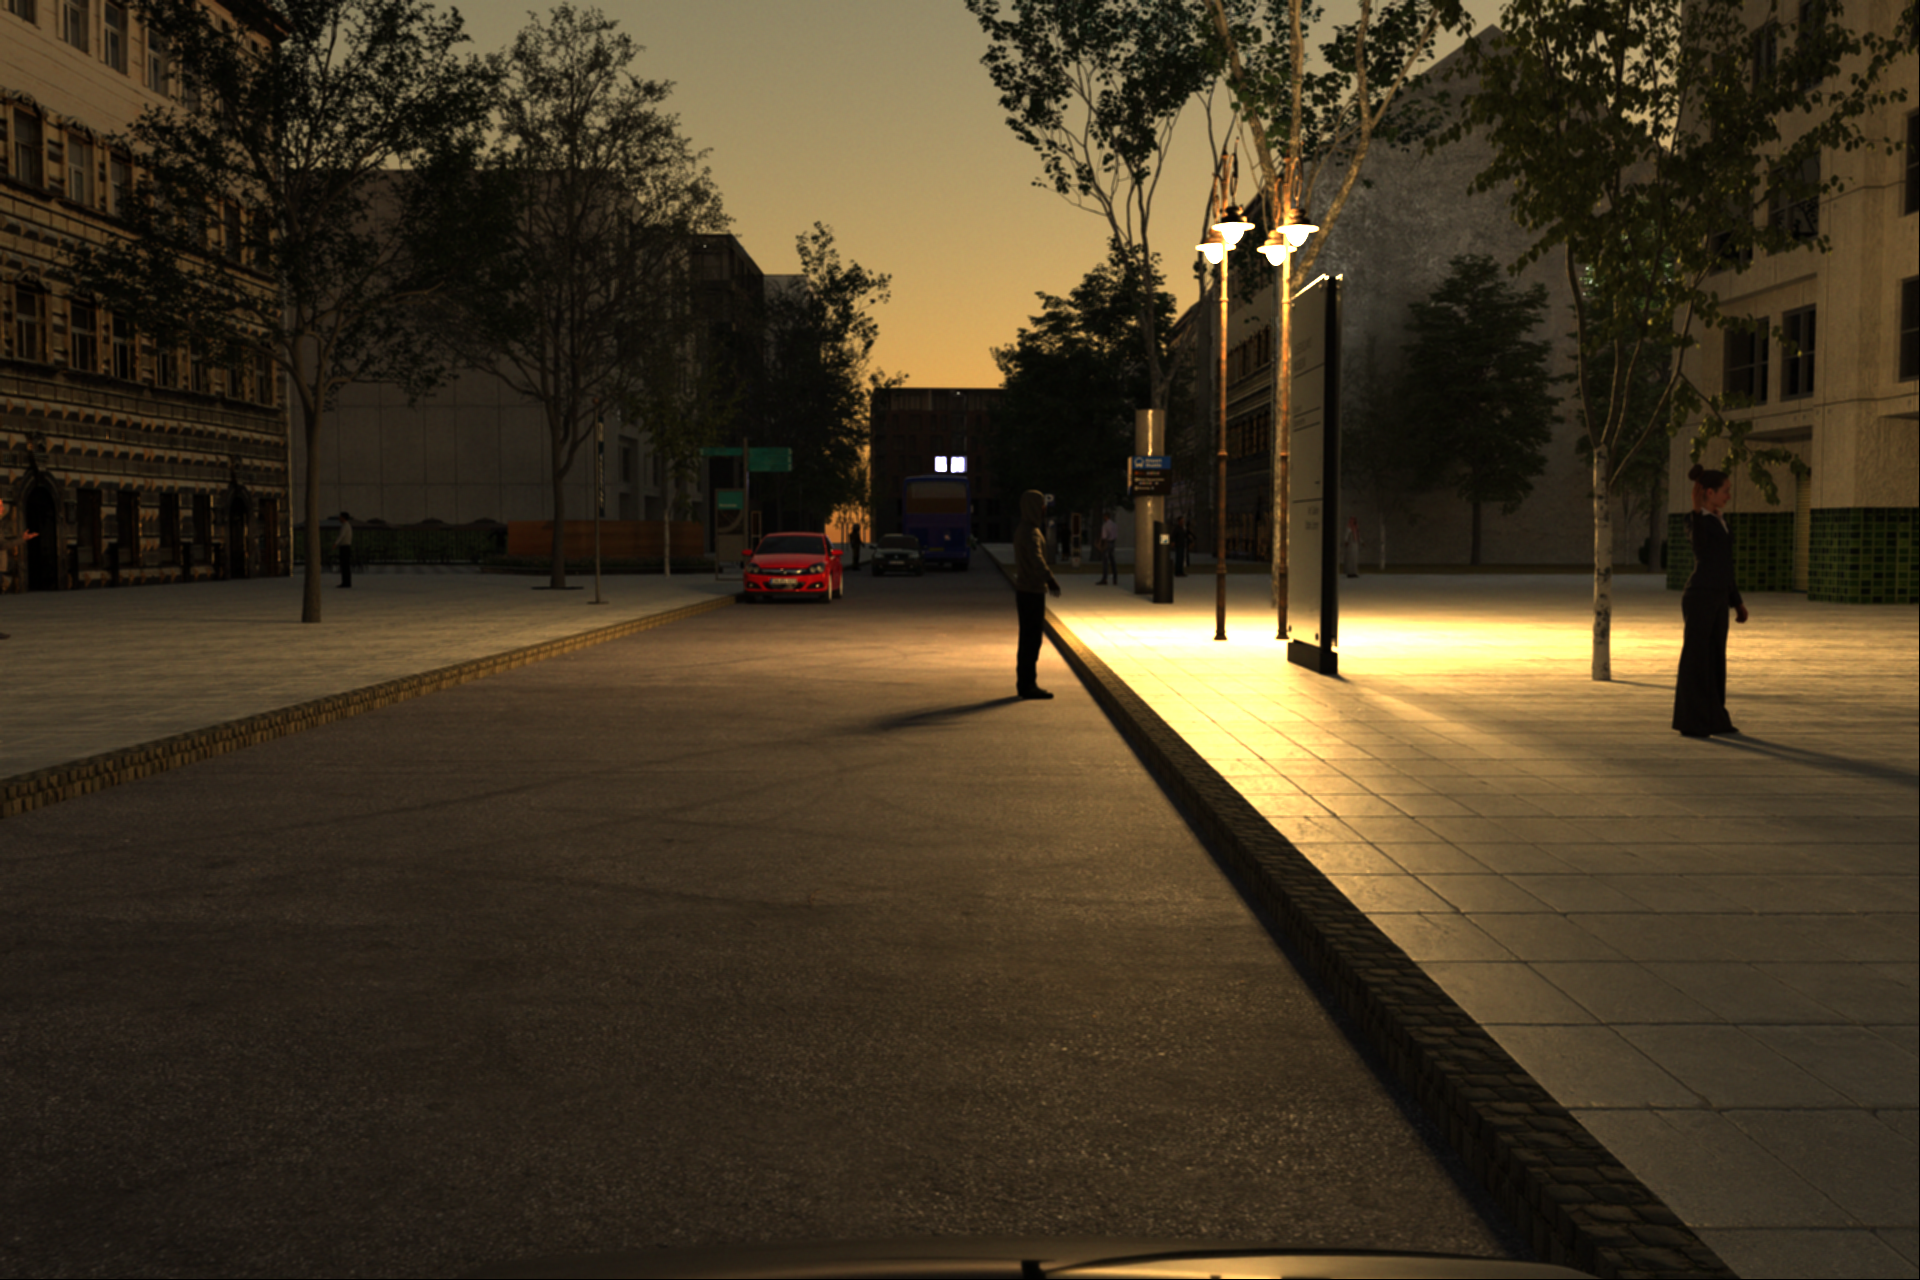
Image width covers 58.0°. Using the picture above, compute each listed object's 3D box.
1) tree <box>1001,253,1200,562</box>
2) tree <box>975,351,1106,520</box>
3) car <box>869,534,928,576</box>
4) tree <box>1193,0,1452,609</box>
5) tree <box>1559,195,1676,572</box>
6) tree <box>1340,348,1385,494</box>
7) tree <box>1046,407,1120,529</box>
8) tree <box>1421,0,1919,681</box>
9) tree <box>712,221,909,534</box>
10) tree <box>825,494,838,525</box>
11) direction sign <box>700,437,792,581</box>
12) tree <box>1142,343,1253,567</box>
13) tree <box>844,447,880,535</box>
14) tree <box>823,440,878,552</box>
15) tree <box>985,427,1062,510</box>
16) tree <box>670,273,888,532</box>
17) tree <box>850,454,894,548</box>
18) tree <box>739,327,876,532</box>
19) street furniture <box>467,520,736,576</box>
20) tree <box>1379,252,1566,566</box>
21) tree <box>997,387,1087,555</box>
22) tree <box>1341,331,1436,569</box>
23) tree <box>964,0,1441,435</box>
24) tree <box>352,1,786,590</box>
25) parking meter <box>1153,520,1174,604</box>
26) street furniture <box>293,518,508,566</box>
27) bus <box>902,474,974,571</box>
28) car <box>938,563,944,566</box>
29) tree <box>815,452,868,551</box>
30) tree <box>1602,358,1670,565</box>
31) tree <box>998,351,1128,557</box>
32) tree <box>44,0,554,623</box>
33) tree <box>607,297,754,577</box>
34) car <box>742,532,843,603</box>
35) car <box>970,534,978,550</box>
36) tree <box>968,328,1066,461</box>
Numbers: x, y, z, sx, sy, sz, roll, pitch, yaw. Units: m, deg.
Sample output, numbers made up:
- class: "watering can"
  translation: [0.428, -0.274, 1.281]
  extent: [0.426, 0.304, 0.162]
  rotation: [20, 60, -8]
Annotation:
- class: "tree"
  translation: [6.304, -10.598, 79.939]
  extent: [9.857, 13.997, 8.962]
  rotation: [0, 3, 0]
- class: "tree"
  translation: [6.172, -13.079, 120.504]
  extent: [9.857, 13.997, 8.962]
  rotation: [0, 3, 0]
- class: "car"
  translation: [-2.111, -3.064, 59.883]
  extent: [2.009, 1.686, 4.222]
  rotation: [0, 4, 1]
- class: "tree"
  translation: [6.882, -10.558, 28.509]
  extent: [12.611, 20.169, 13.585]
  rotation: [0, 3, 0]
- class: "tree"
  translation: [23.788, -8.572, 58.279]
  extent: [7.486, 12.596, 7.792]
  rotation: [0, 3, 0]
- class: "tree"
  translation: [14.020, -7.175, 67.673]
  extent: [4.360, 8.622, 3.978]
  rotation: [0, 3, 0]
- class: "tree"
  translation: [5.870, -8.468, 88.818]
  extent: [4.360, 8.622, 3.978]
  rotation: [0, 3, 0]
- class: "tree"
  translation: [5.665, -3.937, 14.736]
  extent: [4.737, 8.622, 4.395]
  rotation: [0, 3, 0]
- class: "tree"
  translation: [-9.473, -15.409, 107.820]
  extent: [12.611, 20.169, 13.585]
  rotation: [0, 3, 0]
- class: "tree"
  translation: [-20.105, -20.061, 246.118]
  extent: [7.486, 12.596, 7.792]
  rotation: [0, 3, 0]
- class: "direction sign"
  translation: [-5.887, -3.640, 48.273]
  extent: [2.525, 3.948, 1.411]
  rotation: [0, 4, 0]
- class: "tree"
  translation: [8.611, -7.134, 66.997]
  extent: [4.360, 8.622, 3.978]
  rotation: [0, 3, 0]
- class: "tree"
  translation: [-8.029, -11.657, 140.949]
  extent: [4.360, 8.622, 3.978]
  rotation: [0, 3, 0]
- class: "tree"
  translation: [-8.702, -10.698, 125.276]
  extent: [4.360, 8.622, 3.978]
  rotation: [0, 3, 0]
- class: "tree"
  translation: [7.131, -14.056, 140.184]
  extent: [12.009, 13.543, 11.850]
  rotation: [0, 3, 0]
- class: "tree"
  translation: [-8.520, -10.491, 81.895]
  extent: [12.009, 13.543, 11.850]
  rotation: [0, 3, 0]
- class: "tree"
  translation: [-8.373, -12.530, 155.224]
  extent: [4.737, 8.622, 4.395]
  rotation: [0, 3, 0]
- class: "tree"
  translation: [-8.564, -10.865, 95.765]
  extent: [7.486, 12.596, 7.792]
  rotation: [0, 3, 0]
- class: "street furniture"
  translation: [-12.619, -3.049, 56.713]
  extent: [9.812, 1.723, 11.010]
  rotation: [-2, 4, -34]
- class: "tree"
  translation: [20.962, -9.335, 70.751]
  extent: [7.486, 12.596, 7.792]
  rotation: [0, 3, 0]
- class: "tree"
  translation: [5.904, -11.211, 109.062]
  extent: [9.928, 11.665, 9.643]
  rotation: [0, 3, 0]
- class: "tree"
  translation: [15.399, -6.871, 62.710]
  extent: [4.360, 8.622, 3.978]
  rotation: [0, 3, 0]
- class: "tree"
  translation: [6.871, -11.868, 49.936]
  extent: [12.611, 20.169, 13.585]
  rotation: [0, 3, 0]
- class: "tree"
  translation: [-9.225, -7.923, 39.917]
  extent: [12.009, 13.543, 11.850]
  rotation: [0, 3, 0]
- class: "parking meter"
  translation: [3.768, -1.447, 32.075]
  extent: [0.372, 1.533, 0.369]
  rotation: [0, 3, 0]
- class: "street furniture"
  translation: [-32.991, -4.003, 70.475]
  extent: [27.439, 1.986, 14.083]
  rotation: [1, 4, 14]
- class: "bus"
  translation: [-0.860, -4.793, 69.919]
  extent: [2.896, 3.916, 12.251]
  rotation: [0, 3, 0]
- class: "car"
  translation: [-1.628, -4.117, 79.103]
  extent: [2.131, 1.459, 4.920]
  rotation: [0, 3, 0]
- class: "tree"
  translation: [-8.583, -11.272, 134.656]
  extent: [4.360, 8.622, 3.978]
  rotation: [0, 3, 0]
- class: "tree"
  translation: [27.859, -7.479, 72.637]
  extent: [4.360, 8.622, 3.978]
  rotation: [0, 3, 0]
- class: "tree"
  translation: [6.004, -10.521, 97.774]
  extent: [9.928, 11.665, 9.643]
  rotation: [0, 3, 0]
- class: "tree"
  translation: [-9.191, -5.546, 25.095]
  extent: [8.767, 10.594, 7.601]
  rotation: [3, 4, 38]
- class: "tree"
  translation: [-8.612, -6.219, 52.039]
  extent: [4.737, 8.622, 4.395]
  rotation: [0, 3, 0]
- class: "car"
  translation: [-3.537, -1.717, 37.107]
  extent: [2.155, 1.783, 4.494]
  rotation: [0, 4, 1]
- class: "car"
  translation: [0.535, -8.810, 155.847]
  extent: [2.131, 1.459, 4.920]
  rotation: [0, 4, -1]
- class: "tree"
  translation: [7.205, -18.441, 157.402]
  extent: [12.611, 20.169, 13.585]
  rotation: [0, 3, 0]
